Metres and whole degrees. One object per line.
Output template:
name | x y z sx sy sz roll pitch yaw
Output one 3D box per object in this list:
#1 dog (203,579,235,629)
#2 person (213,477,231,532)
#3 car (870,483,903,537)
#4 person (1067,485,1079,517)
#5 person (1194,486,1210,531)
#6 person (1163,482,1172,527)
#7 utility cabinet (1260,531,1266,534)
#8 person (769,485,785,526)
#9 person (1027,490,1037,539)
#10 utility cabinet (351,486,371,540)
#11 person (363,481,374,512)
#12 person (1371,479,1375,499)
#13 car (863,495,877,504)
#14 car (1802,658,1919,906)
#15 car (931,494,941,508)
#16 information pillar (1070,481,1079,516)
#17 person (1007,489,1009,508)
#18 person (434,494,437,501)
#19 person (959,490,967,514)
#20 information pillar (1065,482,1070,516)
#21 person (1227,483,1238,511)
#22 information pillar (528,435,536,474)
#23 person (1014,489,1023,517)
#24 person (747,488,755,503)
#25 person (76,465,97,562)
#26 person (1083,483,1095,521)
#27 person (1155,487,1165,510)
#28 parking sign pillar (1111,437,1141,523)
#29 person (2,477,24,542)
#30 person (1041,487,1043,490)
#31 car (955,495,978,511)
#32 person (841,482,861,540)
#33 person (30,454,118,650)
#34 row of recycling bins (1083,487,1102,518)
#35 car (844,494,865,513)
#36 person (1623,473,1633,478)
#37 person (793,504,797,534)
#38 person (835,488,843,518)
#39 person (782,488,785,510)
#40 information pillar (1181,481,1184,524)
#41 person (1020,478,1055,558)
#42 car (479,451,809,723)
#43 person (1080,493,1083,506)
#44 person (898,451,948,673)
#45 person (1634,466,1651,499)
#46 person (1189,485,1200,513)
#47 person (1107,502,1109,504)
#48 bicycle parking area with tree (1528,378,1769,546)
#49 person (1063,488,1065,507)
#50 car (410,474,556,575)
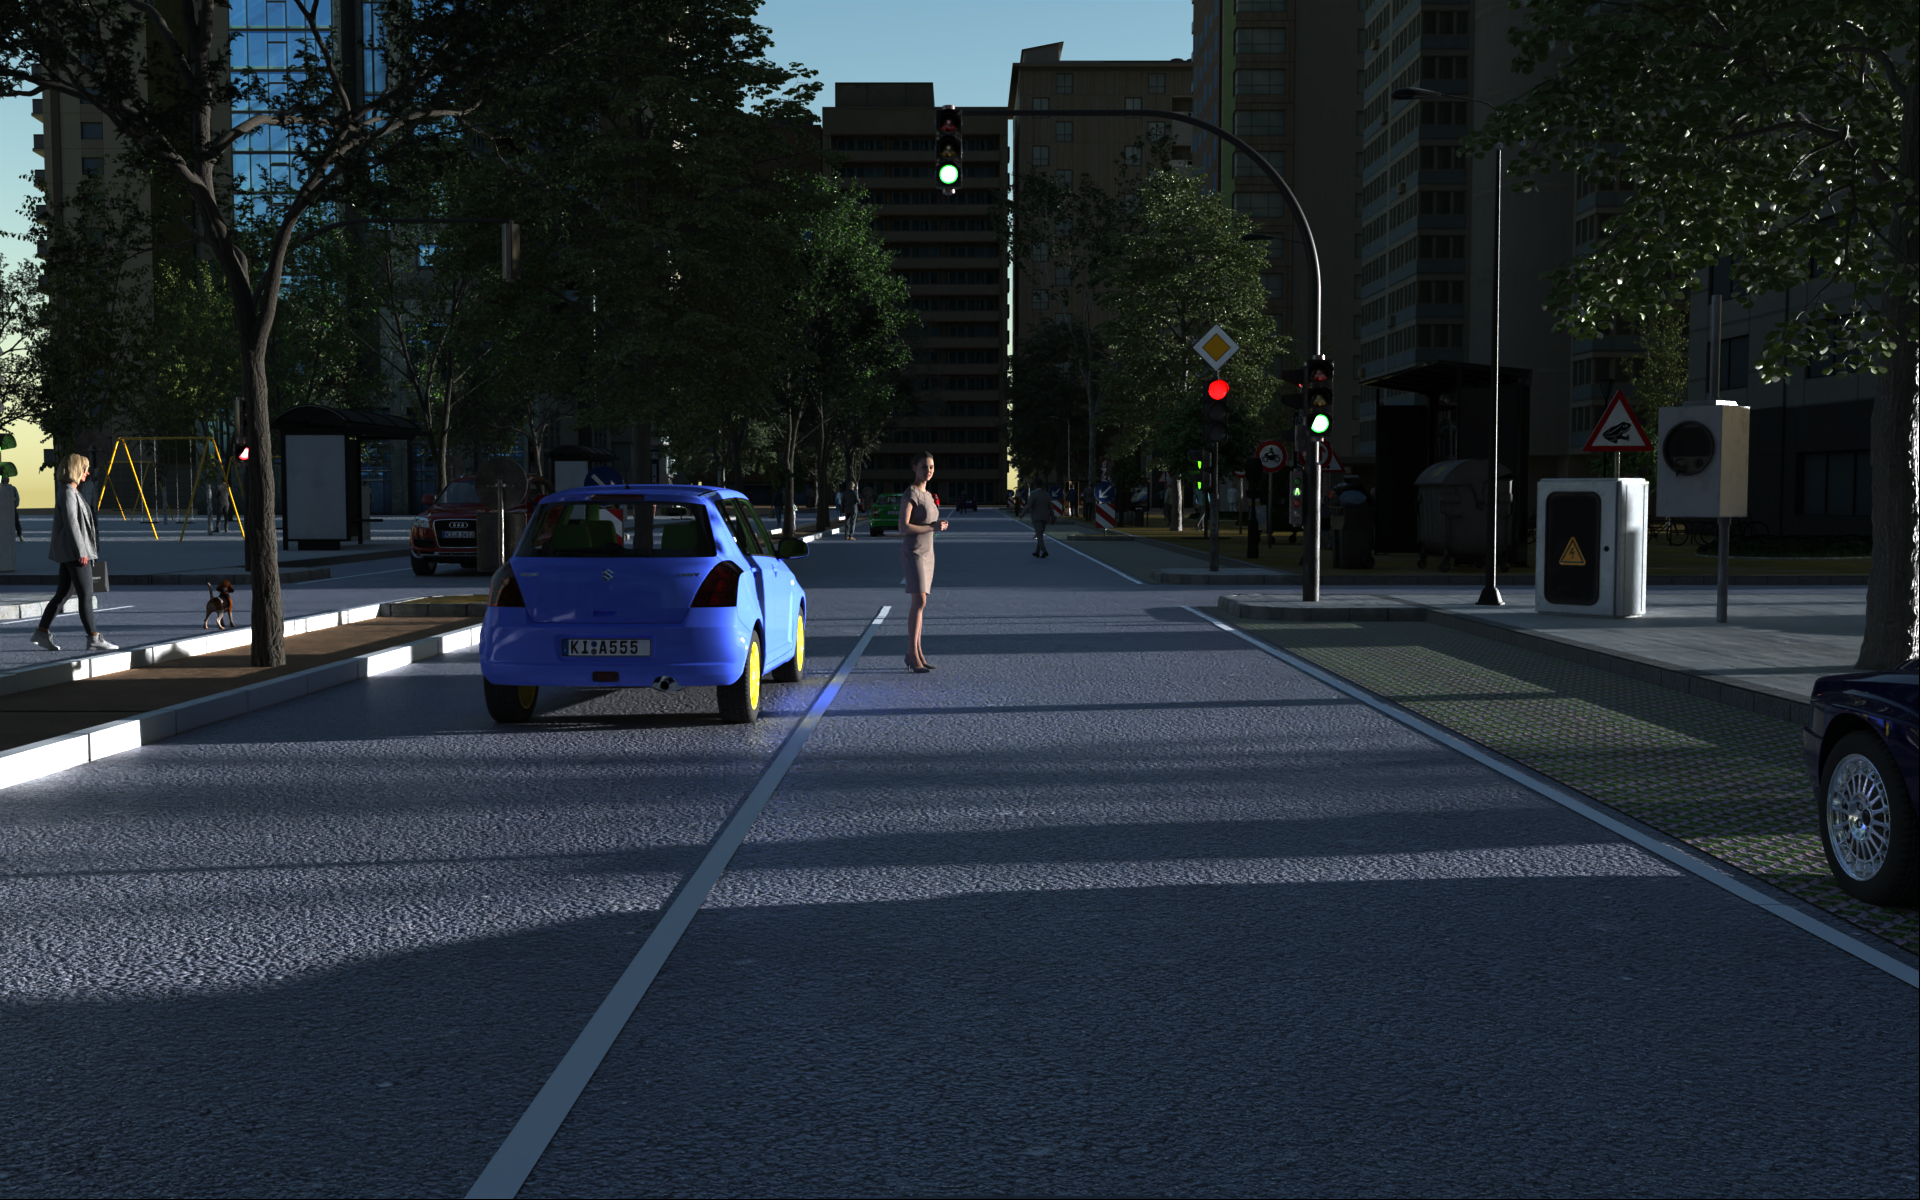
dog | -7.931 0.046 18.532 0.406 0.507 0.540 -3 5 -42
person | -24.828 -3.199 58.155 0.447 1.846 0.655 3 4 37
car | -2.108 -3.112 59.677 1.959 1.807 4.718 0 4 1
person | 6.272 -5.479 95.802 0.721 1.800 0.419 0 4 -2
person | 8.488 -3.382 61.206 0.748 1.841 0.638 -2 4 -33
person | 8.327 -3.783 68.373 0.515 1.767 0.782 2 4 32
utility cabinet | 9.682 -2.723 55.677 0.306 1.237 1.020 0 4 -2
person | -8.041 -4.141 76.184 0.794 1.824 0.713 -2 4 -26
person | 2.514 -2.886 55.542 0.638 1.841 0.748 3 4 36
utility cabinet | -16.768 -2.365 47.347 1.173 1.500 0.318 -3 4 -38
person | -26.286 -4.323 76.573 0.661 1.843 0.795 -3 4 -36
person | 12.535 -2.772 51.703 0.599 1.781 0.374 0 4 7
car | -7.682 -8.078 144.656 1.945 1.354 3.894 0 4 1
car | 3.964 0.473 4.851 1.945 1.354 3.894 0 4 1
car | -3.057 -10.403 179.131 2.155 1.783 4.494 0 4 0
information pillar | 6.654 -5.821 99.657 0.304 2.012 0.304 0 4 -7
person | 4.575 -9.467 162.923 0.705 1.869 1.348 0 4 -2
person | -27.947 -5.137 92.636 0.503 1.515 0.523 0 4 -8
person | 0.226 -7.077 125.134 0.541 1.710 0.530 1 4 18
information pillar | 6.329 -5.934 101.515 0.304 2.012 0.304 2 4 24
person | 13.777 -4.980 87.344 0.514 1.842 0.818 0 4 -7
information pillar | -17.082 -4.757 69.133 0.183 3.616 0.504 1 4 12
person | 3.715 -6.141 109.629 0.721 1.736 1.217 1 4 21
person | -16.477 -7.948 136.670 0.721 1.739 1.217 1 4 21
person | -15.647 -1.506 30.773 0.850 1.850 0.679 1 4 21
person | 6.123 -4.631 81.949 0.592 1.802 0.473 2 4 33
person | 16.696 -8.367 142.830 1.348 1.826 0.705 2 4 31
parking sign pillar | 7.432 -5.447 77.531 1.447 3.967 1.447 -1 4 -23
person | -25.639 -2.445 46.510 0.782 1.767 0.515 -1 4 -9
person | 3.889 -4.764 86.753 0.716 1.782 0.532 2 4 34
car | 0.545 -8.036 143.966 1.945 1.354 3.894 0 4 -1
person | -3.379 -2.777 54.085 0.661 1.801 0.590 1 4 20
person | -8.162 -0.443 15.920 0.728 1.800 0.709 -2 4 -23
row of recycling bins | 7.248 -5.395 95.318 1.069 1.692 3.534 0 4 2
car | -8.164 -7.556 132.574 2.155 1.783 4.494 0 4 -1
person | 14.946 -1.966 38.774 0.643 1.750 0.593 -1 4 -17
person | -6.022 -3.014 62.055 0.425 1.301 0.394 -2 4 -30
person | -7.167 -5.749 102.765 0.793 1.790 0.793 0 4 2
person | -13.833 -7.926 136.361 1.217 1.736 0.721 -1 4 -12
information pillar | 9.390 -4.268 74.278 0.304 2.012 0.304 -2 4 -34
person | 1.786 -1.849 38.999 0.678 1.792 0.850 -2 4 -30
car | -2.072 -0.156 12.143 1.945 1.707 3.694 0 4 1
person | 12.659 -10.438 179.932 0.421 1.427 0.697 0 4 -6
person | -0.303 -0.323 14.121 0.374 1.781 0.599 1 4 21
person | 12.545 -1.594 32.285 0.592 1.802 0.473 2 4 27
person | 15.201 -6.397 110.260 1.348 1.869 0.705 2 4 25
person | 11.547 -7.790 134.093 1.217 1.739 0.721 -3 4 -38
bicycle parking area with tree | 15.717 -3.586 45.633 9.016 4.147 8.231 0 4 3
person | 10.424 -10.370 175.219 0.705 1.869 1.348 3 5 44
car | -8.662 -1.441 32.236 2.281 1.827 5.304 0 4 -2
